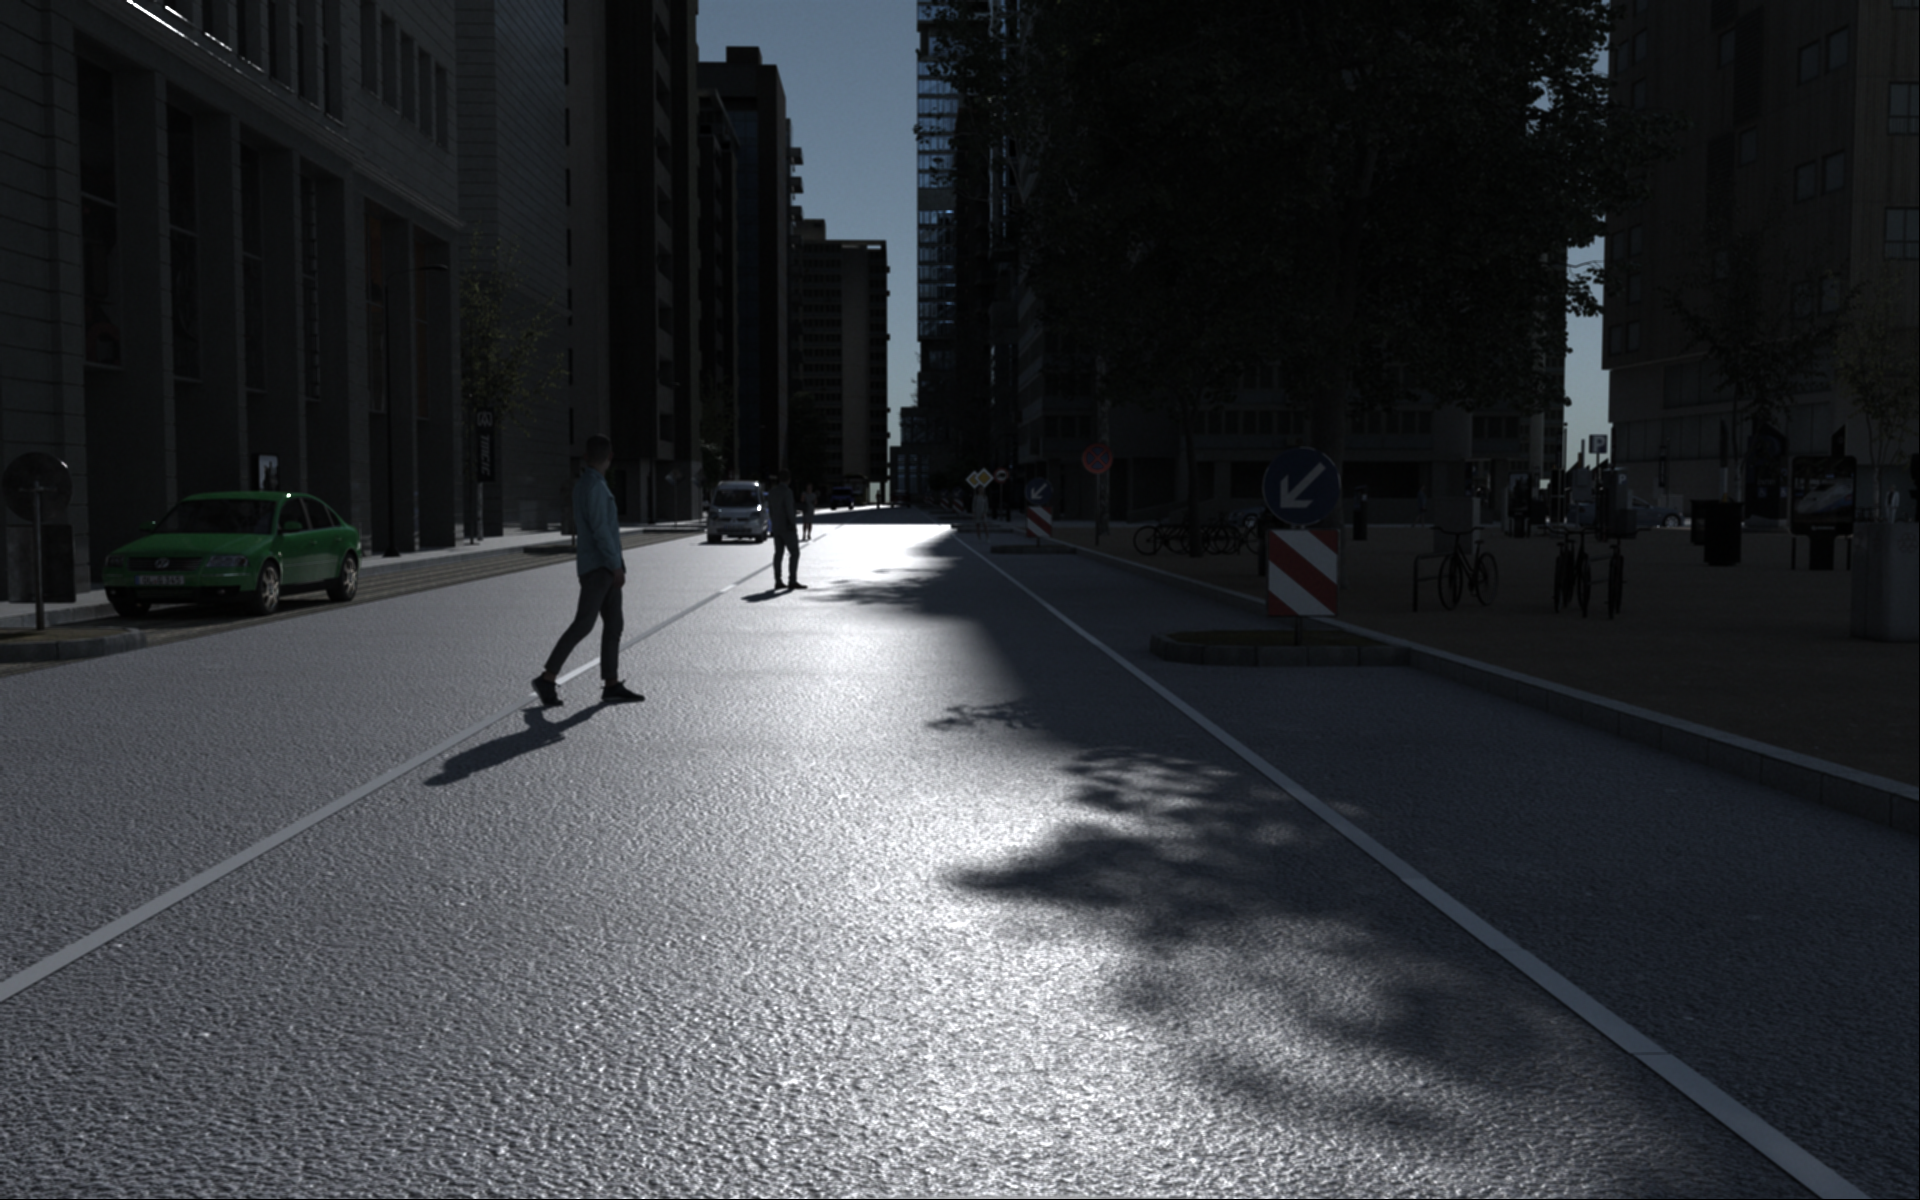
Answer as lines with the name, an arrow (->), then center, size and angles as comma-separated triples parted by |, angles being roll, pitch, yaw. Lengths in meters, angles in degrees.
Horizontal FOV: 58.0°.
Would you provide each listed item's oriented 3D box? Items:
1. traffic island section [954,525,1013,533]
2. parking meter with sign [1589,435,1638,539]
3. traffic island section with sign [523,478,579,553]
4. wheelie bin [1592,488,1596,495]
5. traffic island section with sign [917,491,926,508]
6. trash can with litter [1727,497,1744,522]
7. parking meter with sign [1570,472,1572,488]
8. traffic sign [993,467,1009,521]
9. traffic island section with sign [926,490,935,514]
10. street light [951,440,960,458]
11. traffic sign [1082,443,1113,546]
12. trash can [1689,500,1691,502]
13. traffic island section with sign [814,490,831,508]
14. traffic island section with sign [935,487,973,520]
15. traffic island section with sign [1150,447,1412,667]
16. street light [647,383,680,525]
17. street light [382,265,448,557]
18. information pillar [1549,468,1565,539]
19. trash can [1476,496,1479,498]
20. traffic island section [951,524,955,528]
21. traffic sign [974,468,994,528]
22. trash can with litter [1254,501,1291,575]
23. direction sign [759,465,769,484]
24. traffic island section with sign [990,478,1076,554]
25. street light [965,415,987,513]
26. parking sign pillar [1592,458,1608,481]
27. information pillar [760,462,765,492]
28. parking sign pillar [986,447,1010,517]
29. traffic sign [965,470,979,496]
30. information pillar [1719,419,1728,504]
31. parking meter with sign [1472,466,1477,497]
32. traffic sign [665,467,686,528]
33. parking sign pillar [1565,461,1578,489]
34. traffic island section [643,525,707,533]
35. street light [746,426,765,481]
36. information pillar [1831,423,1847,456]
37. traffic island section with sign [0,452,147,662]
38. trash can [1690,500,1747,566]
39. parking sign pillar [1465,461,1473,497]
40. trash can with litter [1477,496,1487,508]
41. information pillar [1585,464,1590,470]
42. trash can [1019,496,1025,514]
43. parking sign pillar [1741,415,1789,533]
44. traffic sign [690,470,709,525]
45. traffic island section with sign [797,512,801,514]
traffic island section -> 0.925, -2.628, 65.249 | 2.009, 0.180, 2.903 | 0, 4, -2
parking meter with sign -> 18.948, -3.295, 50.131 | 0.543, 3.016, 1.738 | -1, 4, -15
traffic island section with sign -> -9.529, -2.073, 42.529 | 1.989, 1.847, 2.006 | 0, 4, -2
wheelie bin -> 33.148, -5.101, 91.301 | 0.980, 1.594, 0.693 | -1, 4, -12
traffic island section with sign -> -3.089, -10.233, 175.943 | 1.989, 1.847, 2.006 | 0, 4, -2
trash can with litter -> 35.737, -4.172, 79.602 | 1.055, 1.170, 0.624 | 2, 4, 28
parking meter with sign -> 50.988, -9.024, 143.804 | 1.738, 3.016, 0.543 | -1, 4, -21
traffic sign -> 1.972, -5.056, 82.776 | 0.768, 2.556, 0.104 | 0, 4, 3
traffic island section with sign -> -1.245, -7.137, 125.323 | 1.989, 1.847, 2.006 | 0, 4, -2
street light -> -0.589, -10.729, 147.962 | 1.470, 5.913, 1.316 | 0, 4, -2
traffic sign -> 3.409, -2.622, 42.973 | 0.768, 2.556, 0.104 | 0, 4, 3
trash can -> 18.652, -1.942, 43.411 | 0.748, 1.137, 0.748 | 0, 3, 0
traffic island section with sign -> -14.301, -10.146, 174.521 | 1.989, 1.847, 2.006 | 0, 4, -2
traffic island section with sign -> -0.257, -5.467, 98.019 | 1.989, 1.847, 2.006 | 0, 4, -2
traffic island section with sign -> 2.736, -0.409, 15.320 | 1.989, 1.847, 2.006 | 0, 4, -2
street light -> -12.436, -6.128, 72.734 | 1.470, 5.913, 1.316 | 0, 4, -2
street light -> -11.086, -3.837, 35.275 | 1.470, 5.913, 1.316 | 0, 4, -2
information pillar -> 17.164, -2.769, 49.763 | 0.304, 2.012, 0.304 | -3, 5, -39
trash can -> 39.618, -7.527, 134.715 | 0.748, 1.137, 0.748 | 0, 3, 0
traffic island section -> 0.636, -3.116, 73.229 | 2.009, 0.180, 2.903 | 0, 4, -2
traffic sign -> 0.902, -3.763, 65.171 | 0.795, 2.450, 0.064 | 0, 4, -2
trash can with litter -> 5.150, -0.964, 27.150 | 1.055, 1.170, 0.624 | 0, 4, 7
direction sign -> -15.473, -8.864, 136.928 | 0.876, 3.537, 0.379 | 1, 4, 16
traffic island section with sign -> 1.756, -2.057, 42.258 | 1.989, 1.847, 2.006 | 0, 4, -2
street light -> 0.974, -7.925, 102.112 | 1.470, 5.913, 1.316 | 0, 4, -2
parking sign pillar -> 48.275, -8.693, 130.599 | 1.447, 3.967, 1.447 | -3, 5, -42
information pillar -> -14.563, -8.355, 127.959 | 0.183, 3.616, 0.504 | 2, 4, 28
parking sign pillar -> 1.977, -6.782, 99.352 | 1.447, 3.967, 1.447 | 0, 4, 1
traffic sign -> 0.613, -4.251, 73.151 | 0.795, 2.450, 0.064 | 0, 4, -2
information pillar -> 23.877, -3.842, 54.170 | 0.183, 3.616, 0.504 | 0, 4, 7
parking meter with sign -> 31.586, -6.770, 106.953 | 0.543, 3.016, 1.738 | 1, 4, 17
traffic sign -> -10.636, -3.739, 64.776 | 0.795, 2.450, 0.064 | 0, 4, -2
parking sign pillar -> 49.817, -9.334, 141.087 | 1.447, 3.967, 1.447 | -2, 4, -32
traffic island section -> -10.659, -2.603, 64.837 | 2.009, 0.180, 2.903 | 0, 4, -2
street light -> -14.036, -8.932, 118.583 | 1.470, 5.913, 1.316 | 0, 4, -2
information pillar -> 29.102, -4.038, 57.380 | 0.183, 3.616, 0.504 | -2, 4, -31
traffic island section with sign -> -8.551, -0.426, 15.592 | 1.989, 1.847, 2.006 | 0, 4, -2
trash can -> 13.632, -1.180, 30.945 | 0.748, 1.137, 0.748 | 0, 3, 0
parking sign pillar -> 28.776, -6.703, 98.058 | 1.447, 3.967, 1.447 | 1, 4, 15
trash can with litter -> 32.699, -5.956, 108.767 | 0.624, 1.170, 1.055 | 2, 4, 29
information pillar -> 49.232, -8.857, 136.165 | 0.504, 3.616, 0.183 | 2, 4, 27
trash can -> 4.177, -6.172, 112.567 | 0.748, 1.137, 0.748 | 0, 3, 0
parking sign pillar -> 26.680, -4.208, 57.280 | 1.447, 3.967, 1.447 | -2, 4, -28
traffic sign -> -10.925, -4.227, 72.756 | 0.795, 2.450, 0.064 | 0, 4, -2
traffic island section with sign -> -12.520, -7.134, 125.271 | 1.989, 1.847, 2.006 | 0, 4, -2
